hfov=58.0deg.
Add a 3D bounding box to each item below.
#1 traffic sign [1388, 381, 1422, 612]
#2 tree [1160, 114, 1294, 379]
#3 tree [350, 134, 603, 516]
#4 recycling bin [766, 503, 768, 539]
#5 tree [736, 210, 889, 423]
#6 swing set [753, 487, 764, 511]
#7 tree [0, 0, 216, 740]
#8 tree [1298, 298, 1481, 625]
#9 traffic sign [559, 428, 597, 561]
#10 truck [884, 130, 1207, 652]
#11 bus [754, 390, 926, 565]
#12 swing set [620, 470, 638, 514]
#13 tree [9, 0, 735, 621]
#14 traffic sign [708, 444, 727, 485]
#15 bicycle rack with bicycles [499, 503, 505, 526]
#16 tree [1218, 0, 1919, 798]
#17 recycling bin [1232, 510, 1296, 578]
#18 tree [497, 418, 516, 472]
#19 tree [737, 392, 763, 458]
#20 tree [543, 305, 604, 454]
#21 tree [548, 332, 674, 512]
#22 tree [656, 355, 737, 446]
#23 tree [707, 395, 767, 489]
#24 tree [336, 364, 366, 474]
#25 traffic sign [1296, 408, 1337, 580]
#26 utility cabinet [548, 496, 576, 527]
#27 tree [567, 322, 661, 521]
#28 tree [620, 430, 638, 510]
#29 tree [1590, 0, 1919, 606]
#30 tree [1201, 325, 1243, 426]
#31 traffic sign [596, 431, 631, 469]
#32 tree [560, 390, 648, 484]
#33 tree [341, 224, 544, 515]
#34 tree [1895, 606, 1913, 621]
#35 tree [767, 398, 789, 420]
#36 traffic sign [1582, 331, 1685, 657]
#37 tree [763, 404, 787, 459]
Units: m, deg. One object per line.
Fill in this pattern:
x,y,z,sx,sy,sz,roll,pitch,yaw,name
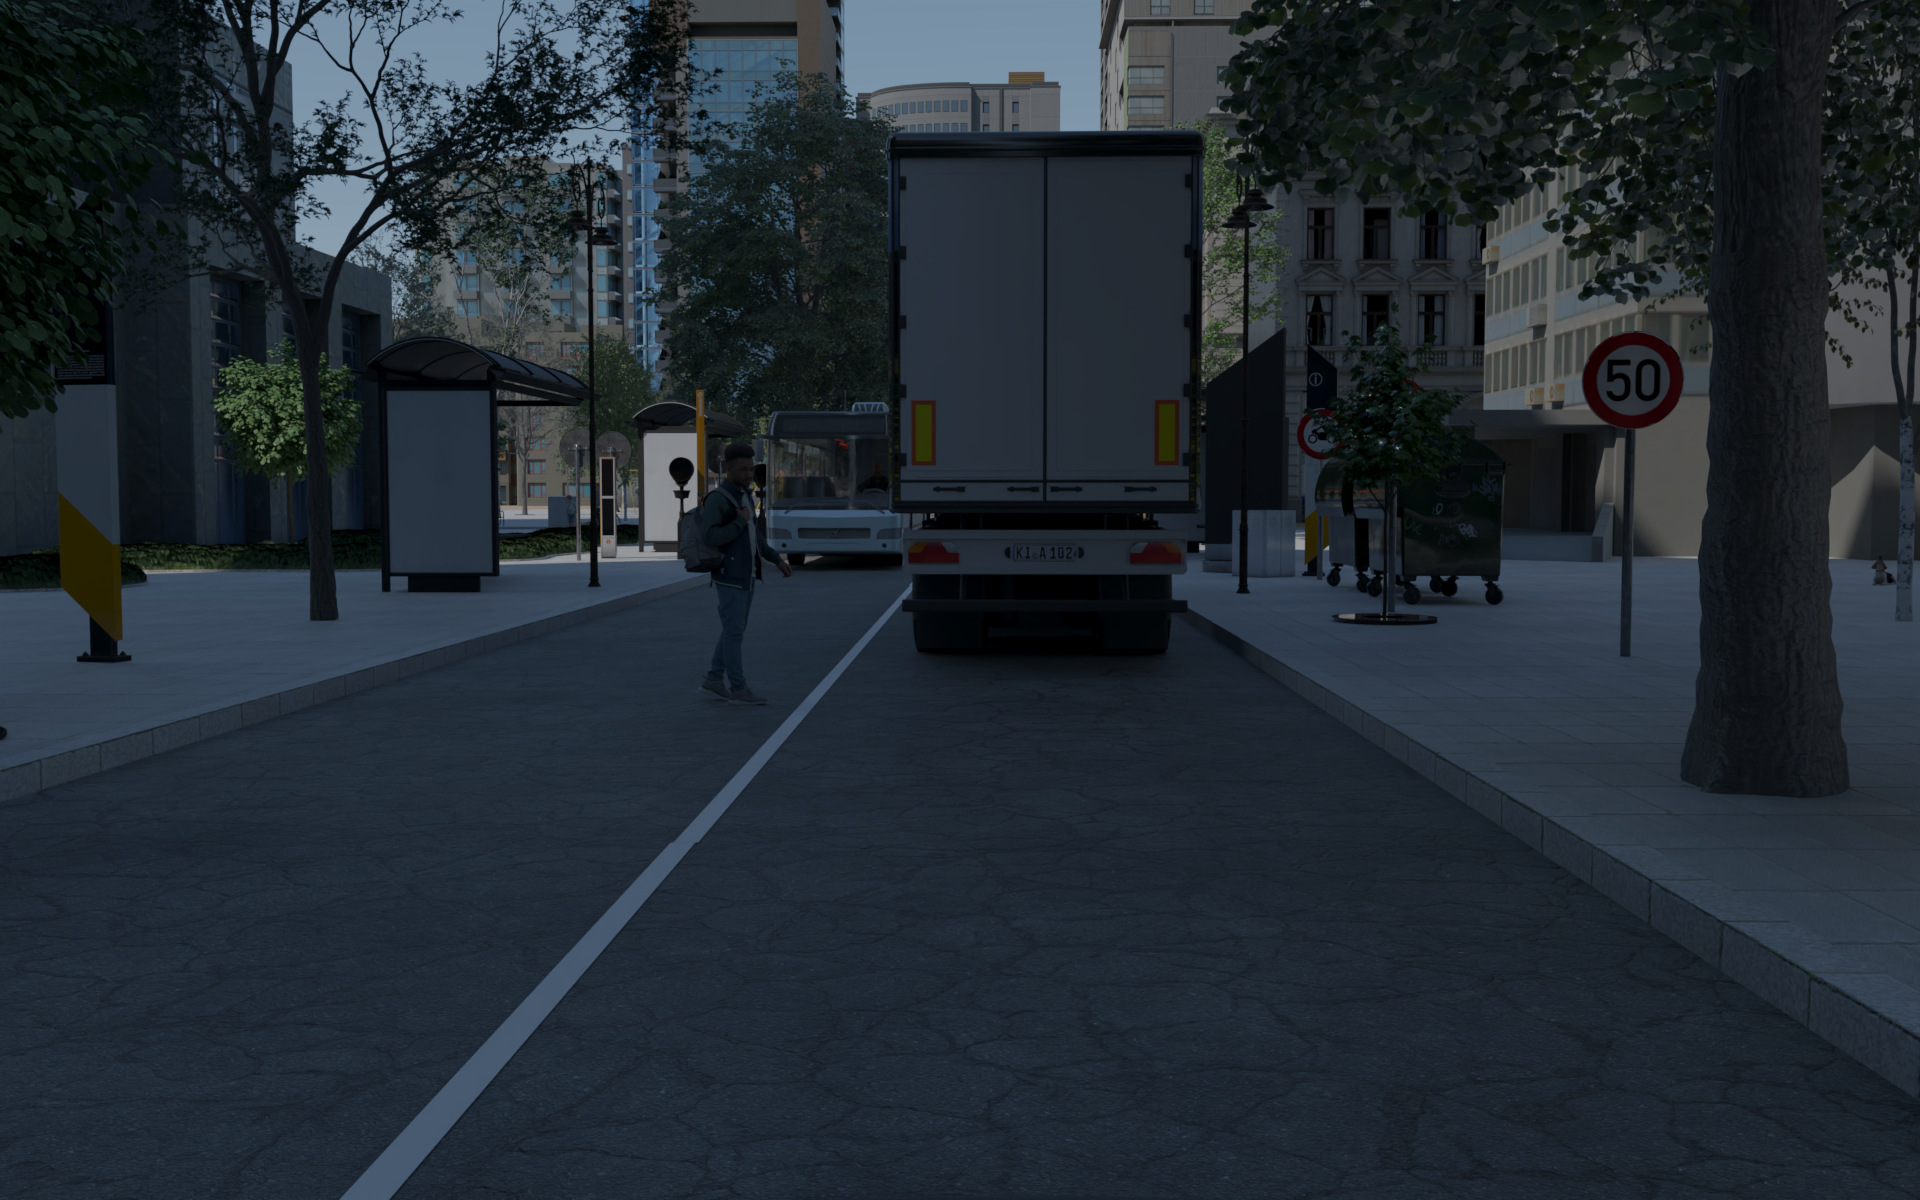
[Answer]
4.696,-1.142,18.774,0.768,2.556,0.104,0,4,5,traffic sign
5.482,-7.459,47.713,9.928,11.665,9.643,0,3,0,tree
-25.658,-14.432,91.855,12.611,20.169,13.585,0,3,0,tree
-5.119,-2.292,50.028,0.722,1.027,0.722,2,4,34,recycling bin
-5.182,-10.138,76.128,12.009,13.543,11.850,0,3,0,tree
-15.552,-8.859,142.467,2.862,2.851,3.119,-2,4,-33,swing set
-5.612,-1.531,8.752,4.285,4.588,4.351,0,3,0,tree
4.270,-1.382,17.195,1.663,3.219,1.824,0,3,0,tree
-7.338,-2.029,33.274,0.768,2.556,0.104,1,4,10,traffic sign
0.866,-1.841,19.013,2.839,4.237,11.283,0,4,2,truck
-2.201,-2.624,37.761,2.948,3.499,13.247,0,4,1,bus
-20.277,-7.079,113.354,3.119,2.851,2.862,-2,4,-30,swing set
-6.494,-5.092,17.674,8.767,10.594,7.601,0,4,-6,tree
-6.072,-2.675,43.846,0.768,2.556,0.104,0,4,5,traffic sign
-19.483,-3.457,69.902,2.852,0.926,2.925,1,4,23,bicycle rack with bicycles
3.561,-6.144,7.111,9.857,13.997,8.962,0,3,0,tree
4.731,-0.882,26.971,0.722,1.027,0.722,-3,4,-36,recycling bin
-16.379,-4.493,57.176,4.285,4.588,4.351,0,3,0,tree
-15.403,-10.184,116.866,4.360,8.622,3.978,0,3,0,tree
-26.530,-11.910,105.093,12.009,13.543,11.850,0,3,0,tree
-24.543,-12.589,122.832,9.611,12.733,9.660,0,3,0,tree
-14.702,-8.803,94.292,4.360,8.622,3.978,0,3,0,tree
-14.057,-9.198,100.748,4.737,8.622,4.395,0,3,0,tree
-13.987,-3.213,36.247,4.285,4.588,4.351,0,3,0,tree
5.374,-1.571,25.789,0.768,2.556,0.104,0,4,1,traffic sign
-13.565,-2.940,59.228,1.020,1.237,0.306,-1,4,-15,utility cabinet
-15.269,-7.633,75.162,4.737,8.622,4.395,0,3,0,tree
-27.437,-11.707,141.767,4.360,8.622,3.978,0,3,0,tree
10.157,-4.392,22.165,4.360,8.622,3.978,0,3,0,tree
10.218,-7.545,73.730,4.737,8.622,4.395,0,3,0,tree
-7.068,-2.146,35.188,0.768,2.556,0.104,0,4,3,traffic sign
-27.512,-13.214,134.172,7.486,12.596,7.792,0,3,0,tree
-26.495,-10.373,79.963,12.009,13.543,11.850,0,3,0,tree
9.630,-4.078,17.032,4.360,8.622,3.978,0,3,0,tree
-11.852,-9.656,108.239,4.737,8.622,4.395,0,3,0,tree
5.262,-0.827,13.621,0.768,2.556,0.104,1,4,9,traffic sign
-15.029,-12.214,134.105,7.601,10.594,8.767,0,4,1,tree
